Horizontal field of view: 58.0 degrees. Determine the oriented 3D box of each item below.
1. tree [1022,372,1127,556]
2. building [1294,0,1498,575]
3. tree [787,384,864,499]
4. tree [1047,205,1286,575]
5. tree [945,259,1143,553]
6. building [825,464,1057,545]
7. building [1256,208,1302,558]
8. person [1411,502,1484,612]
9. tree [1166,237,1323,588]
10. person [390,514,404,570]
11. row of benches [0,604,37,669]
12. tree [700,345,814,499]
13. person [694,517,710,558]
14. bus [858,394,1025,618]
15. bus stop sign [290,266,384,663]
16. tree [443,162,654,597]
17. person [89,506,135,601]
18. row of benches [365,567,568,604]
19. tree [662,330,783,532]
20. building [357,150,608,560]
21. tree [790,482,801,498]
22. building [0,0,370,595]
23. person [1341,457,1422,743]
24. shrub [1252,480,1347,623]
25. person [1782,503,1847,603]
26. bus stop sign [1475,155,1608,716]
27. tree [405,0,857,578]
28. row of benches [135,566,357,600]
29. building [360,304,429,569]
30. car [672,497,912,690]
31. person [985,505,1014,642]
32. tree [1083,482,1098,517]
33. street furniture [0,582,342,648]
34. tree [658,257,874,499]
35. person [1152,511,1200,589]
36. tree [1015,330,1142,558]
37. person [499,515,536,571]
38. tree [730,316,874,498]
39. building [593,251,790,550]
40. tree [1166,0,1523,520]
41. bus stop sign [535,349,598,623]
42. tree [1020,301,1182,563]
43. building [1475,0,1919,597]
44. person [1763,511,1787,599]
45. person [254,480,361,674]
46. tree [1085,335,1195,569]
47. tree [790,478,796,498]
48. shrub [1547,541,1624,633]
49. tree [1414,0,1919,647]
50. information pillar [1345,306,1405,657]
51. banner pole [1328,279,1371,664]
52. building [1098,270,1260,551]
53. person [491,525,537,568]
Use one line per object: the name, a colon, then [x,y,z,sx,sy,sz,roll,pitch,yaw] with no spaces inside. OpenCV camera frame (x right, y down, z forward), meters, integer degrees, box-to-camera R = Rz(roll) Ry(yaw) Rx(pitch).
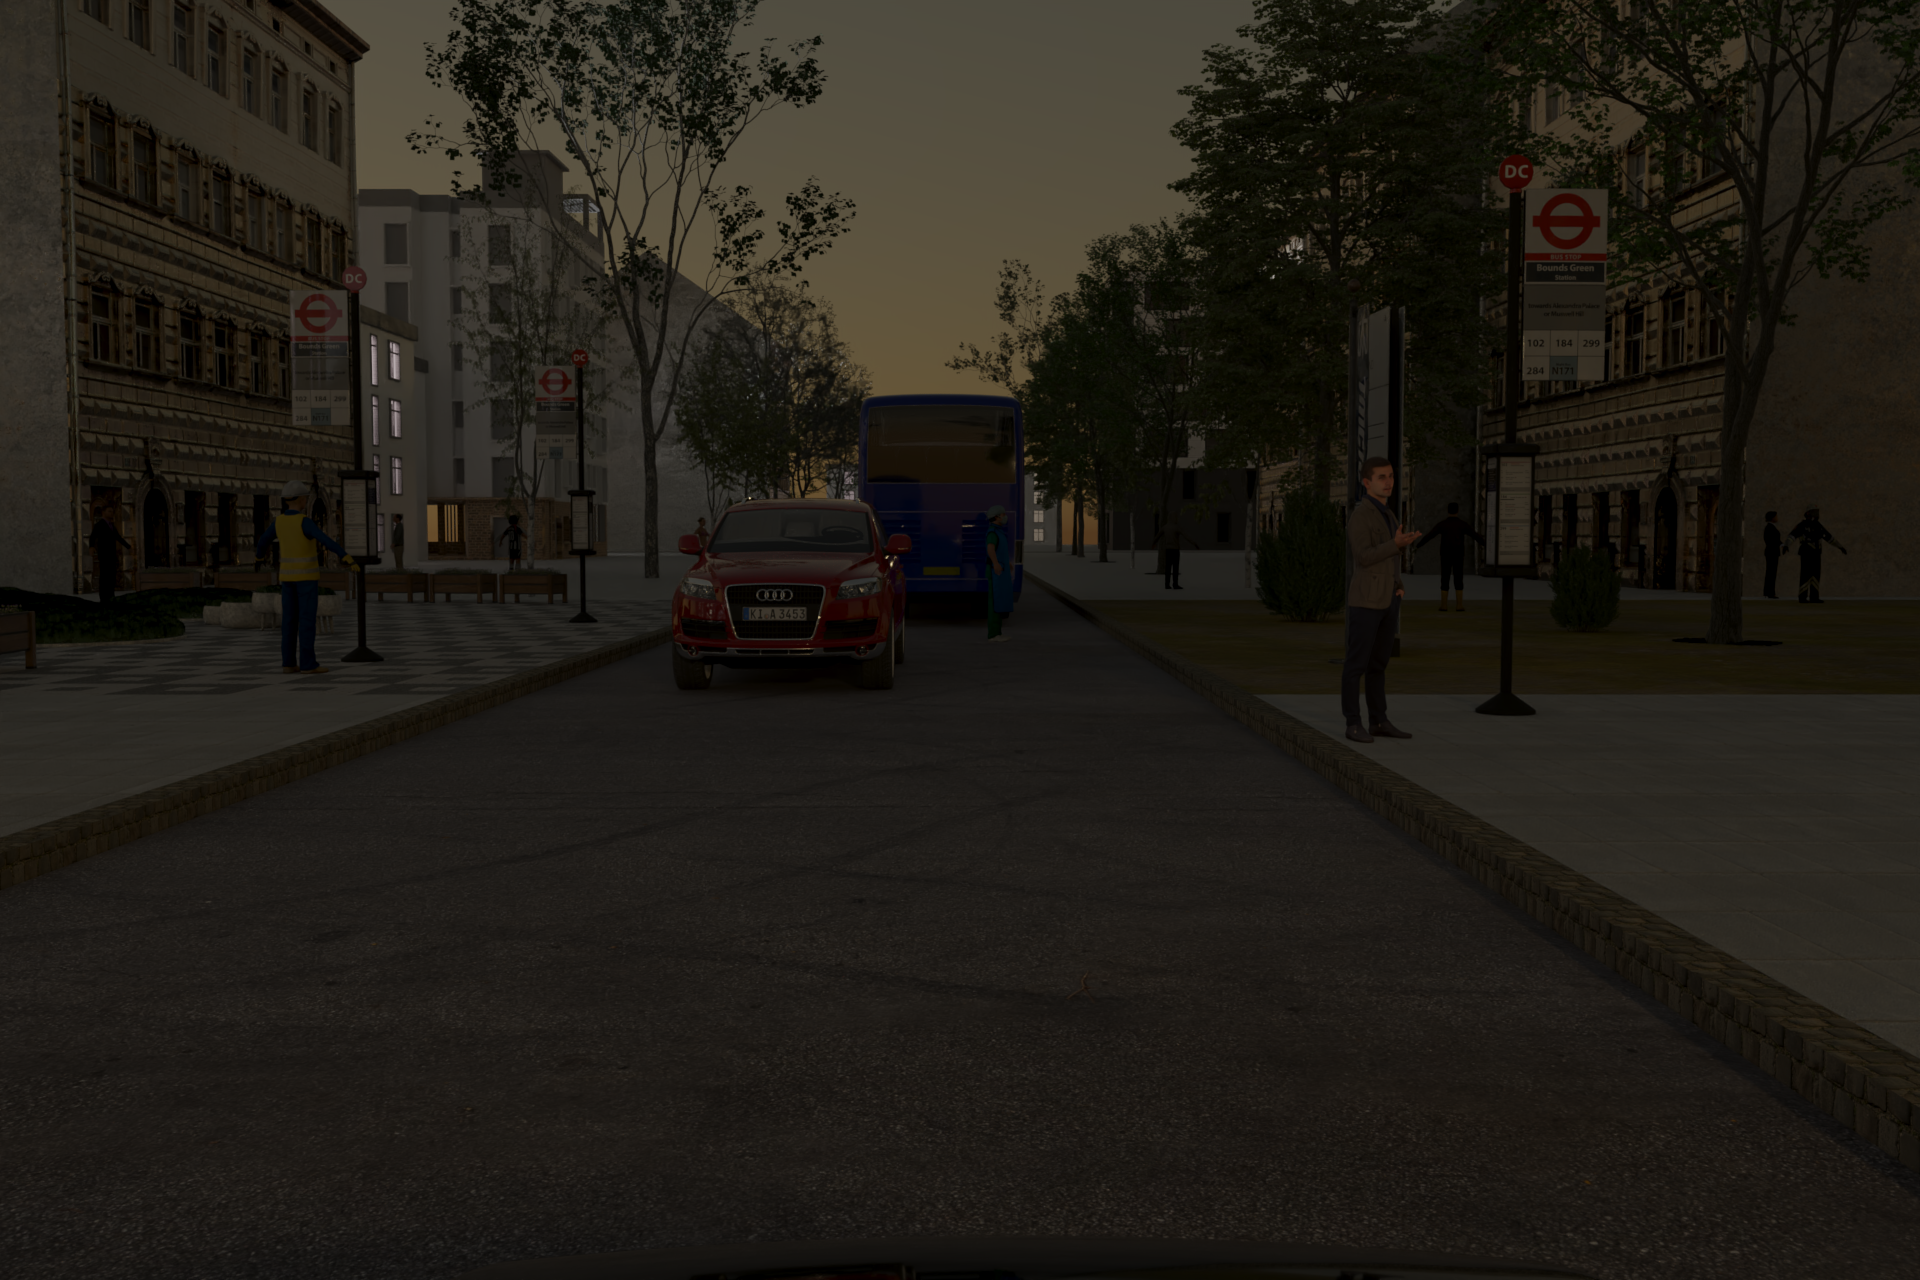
tree: [7.058,-10.888,103.770,9.928,11.665,9.643,0,3,0]
building: [23.394,-14.173,62.661,19.493,23.208,18.063,0,3,0]
tree: [-8.470,-11.819,119.002,9.928,11.665,9.643,0,3,0]
tree: [6.584,-7.874,54.497,9.928,11.665,9.643,0,3,0]
tree: [5.662,-16.183,120.473,12.611,20.169,13.585,0,3,0]
building: [-1.809,-16.113,208.044,28.070,9.664,9.099,0,4,0]
building: [25.355,-15.474,83.924,19.493,23.208,18.063,0,4,0]
person: [8.178,-1.384,28.769,1.346,1.812,0.704,1,4,16]
tree: [6.886,-5.563,41.321,4.737,8.622,4.395,0,3,0]
person: [-14.277,-2.305,43.964,0.705,1.796,1.348,-1,4,-13]
row of benches: [-8.902,0.061,14.460,1.422,0.672,4.104,0,4,-6]
tree: [-8.126,-7.224,68.482,4.737,8.622,4.395,0,3,0]
person: [-6.936,-2.465,47.102,0.721,1.733,1.217,2,4,27]
bus: [-0.369,-2.489,32.248,2.896,3.916,12.251,0,4,-1]
bus stop sign: [-6.248,-1.752,17.355,0.855,3.939,0.416,0,4,0]
tree: [-8.940,-5.181,35.080,4.360,8.622,3.978,0,3,0]
person: [-15.552,-1.555,31.648,0.704,1.802,1.346,0,4,5]
row of benches: [-9.176,-1.029,32.280,4.104,0.672,1.422,1,4,14]
tree: [-8.689,-6.829,62.018,4.737,8.622,4.395,0,3,0]
building: [-25.232,-14.088,86.754,16.016,20.090,11.380,0,4,0]
tree: [-21.560,-16.005,212.038,4.737,8.622,4.395,0,3,0]
building: [-27.924,-13.079,44.771,19.493,23.208,18.063,0,4,0]
person: [2.682,-0.250,10.666,0.617,1.759,0.750,-3,4,-36]
shrub: [5.061,-1.303,25.338,1.661,2.075,1.752,0,3,0]
person: [15.801,-1.612,32.130,1.354,1.856,0.705,-1,4,-13]
bus stop sign: [4.130,-1.443,12.293,0.855,3.939,0.416,0,4,0]
tree: [-8.878,-11.780,48.499,12.611,20.169,13.585,0,3,0]
row of benches: [-13.906,-1.109,33.593,4.104,0.672,1.422,0,4,-7]
building: [-26.433,-7.826,70.097,9.099,9.664,28.070,0,4,0]
car: [-1.615,-0.548,17.630,2.281,1.827,5.304,0,3,0]
person: [0.525,-0.892,23.175,0.704,1.817,1.347,1,4,9]
tree: [18.277,-16.903,210.768,7.601,10.594,8.767,0,4,2]
street furniture: [-12.225,-0.529,24.268,5.734,0.657,10.072,-2,4,-34]
tree: [-8.440,-10.246,77.884,12.009,13.543,11.850,0,3,0]
person: [4.966,-2.091,40.309,1.348,1.813,0.705,3,5,43]
tree: [6.202,-10.784,94.450,7.486,12.596,7.792,0,3,0]
person: [-12.567,-2.619,48.970,1.345,1.843,0.704,2,4,29]
tree: [-9.076,-11.515,98.632,12.009,13.543,11.850,0,3,0]
building: [-24.268,-19.128,143.668,19.493,23.208,18.063,0,4,-1]
tree: [7.320,-7.047,33.338,7.486,12.596,7.792,0,3,0]
bus stop sign: [-5.701,-2.225,25.087,0.855,3.939,0.416,0,3,0]
tree: [6.321,-9.309,77.961,9.928,11.665,9.643,0,3,0]
building: [25.160,-13.015,43.732,19.493,23.208,18.063,0,3,0]
person: [16.203,-1.693,34.399,0.721,1.740,1.216,1,4,11]
person: [-6.055,-0.584,16.005,1.216,1.772,0.721,1,4,22]
tree: [6.371,-6.884,62.914,4.737,8.622,4.395,0,3,0]
tree: [-22.482,-16.518,204.484,7.601,10.594,8.767,0,4,-3]
shrub: [8.182,-0.708,22.685,1.383,1.207,1.383,0,3,0]
tree: [9.125,-5.757,19.876,9.928,11.665,9.643,0,3,0]
information pillar: [4.477,-1.678,18.749,0.184,3.620,1.656,0,4,-2]
banner pole: [3.875,-1.644,16.899,0.401,3.779,0.863,0,4,-1]
building: [25.728,-18.755,150.617,27.936,21.610,32.646,0,4,0]
person: [-13.398,-2.808,52.100,1.347,1.806,0.705,0,4,-6]
